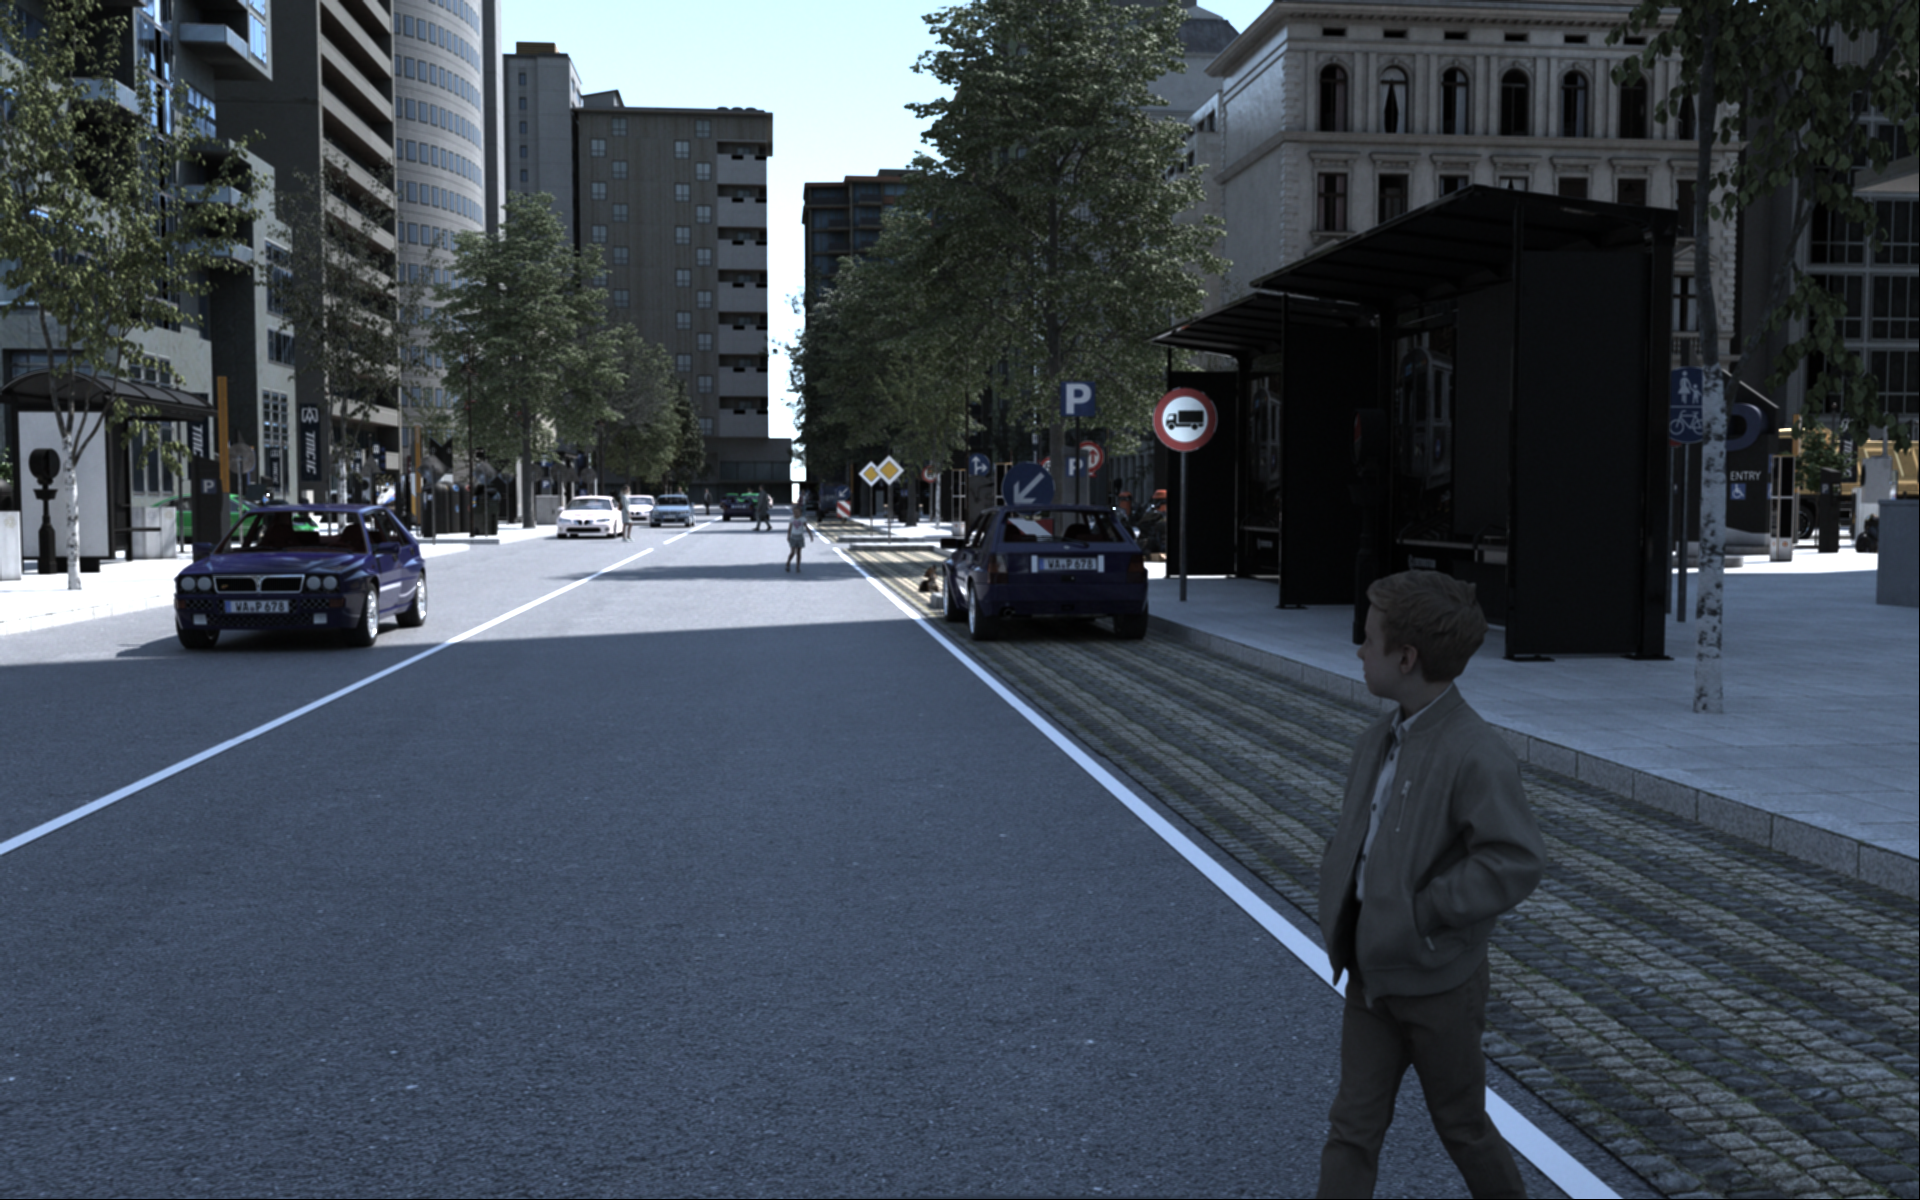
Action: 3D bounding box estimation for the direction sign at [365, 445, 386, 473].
[{"bbox_3d":[-26.870,-5.364,79.704,0.876,3.537,0.379,-1,4,-20],"label":"direction sign"}]

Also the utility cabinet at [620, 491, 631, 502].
[{"bbox_3d":[-20.959,-6.104,108.485,0.318,1.500,1.173,0,4,6],"label":"utility cabinet"}]

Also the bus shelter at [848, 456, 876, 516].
[{"bbox_3d":[-6.144,-7.061,106.733,1.731,3.624,6.357,0,4,-6],"label":"bus shelter"}]

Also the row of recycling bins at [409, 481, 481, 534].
[{"bbox_3d":[-16.623,-3.043,56.860,1.069,1.692,3.534,1,4,11],"label":"row of recycling bins"}]

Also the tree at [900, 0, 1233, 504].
[{"bbox_3d":[1.731,-7.168,35.329,7.486,12.596,7.792,0,3,0],"label":"tree"}]

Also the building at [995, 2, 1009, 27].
[{"bbox_3d":[16.135,-48.843,236.829,20.611,71.187,20.563,0,4,-6],"label":"building"}]

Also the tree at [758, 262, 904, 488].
[{"bbox_3d":[-9.957,-17.500,142.008,12.611,20.169,13.585,0,3,0],"label":"tree"}]

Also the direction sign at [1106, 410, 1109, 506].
[{"bbox_3d":[3.786,-3.206,44.423,0.379,3.537,0.876,0,4,8],"label":"direction sign"}]

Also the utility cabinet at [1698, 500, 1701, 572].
[{"bbox_3d":[12.153,-1.033,28.059,0.306,1.237,1.020,2,4,26],"label":"utility cabinet"}]

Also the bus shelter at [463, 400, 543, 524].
[{"bbox_3d":[-20.150,-6.011,75.913,2.179,5.291,8.768,0,4,-6],"label":"bus shelter"}]

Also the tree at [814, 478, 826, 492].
[{"bbox_3d":[-16.158,-12.675,201.837,1.663,3.219,1.824,0,3,0],"label":"tree"}]

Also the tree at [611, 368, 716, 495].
[{"bbox_3d":[-26.715,-14.612,155.921,9.611,12.733,9.660,0,3,0],"label":"tree"}]

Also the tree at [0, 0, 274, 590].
[{"bbox_3d":[-11.628,-4.431,22.816,4.737,8.622,4.395,0,3,0],"label":"tree"}]

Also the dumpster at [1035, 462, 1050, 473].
[{"bbox_3d":[2.503,-3.108,53.314,1.502,2.255,1.985,0,4,-6],"label":"dumpster"}]

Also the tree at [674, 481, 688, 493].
[{"bbox_3d":[-31.366,-12.233,194.618,1.663,3.219,1.824,0,3,0],"label":"tree"}]

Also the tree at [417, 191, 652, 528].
[{"bbox_3d":[-16.246,-8.972,64.821,7.486,12.596,7.792,0,3,0],"label":"tree"}]

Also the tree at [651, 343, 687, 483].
[{"bbox_3d":[-22.424,-12.053,115.198,7.486,12.596,7.792,0,3,0],"label":"tree"}]

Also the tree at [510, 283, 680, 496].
[{"bbox_3d":[-21.094,-11.696,101.598,12.009,13.543,11.850,0,3,0],"label":"tree"}]

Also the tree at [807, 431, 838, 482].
[{"bbox_3d":[-13.475,-13.823,176.373,4.360,8.622,3.978,0,3,0],"label":"tree"}]

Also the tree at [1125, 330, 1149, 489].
[{"bbox_3d":[8.633,-7.536,73.568,4.360,8.622,3.978,0,3,0],"label":"tree"}]

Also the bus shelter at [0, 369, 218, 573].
[{"bbox_3d":[-14.938,-2.252,30.744,2.014,3.302,5.546,0,4,-6],"label":"bus shelter"}]

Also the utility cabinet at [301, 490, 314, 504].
[{"bbox_3d":[-37.802,-5.606,100.336,0.318,1.500,1.173,0,4,-2],"label":"utility cabinet"}]

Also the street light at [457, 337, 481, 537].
[{"bbox_3d":[-14.447,-4.790,51.101,0.468,5.910,1.993,0,4,-6],"label":"street light"}]

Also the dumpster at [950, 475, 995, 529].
[{"bbox_3d":[0.408,-2.905,53.252,1.264,1.857,1.865,0,4,-6],"label":"dumpster"}]

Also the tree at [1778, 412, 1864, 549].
[{"bbox_3d":[20.282,-2.852,41.230,1.663,3.219,1.824,0,3,0],"label":"tree"}]

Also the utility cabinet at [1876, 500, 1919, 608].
[{"bbox_3d":[10.916,-0.521,19.677,0.306,1.237,1.020,-1,4,-13],"label":"utility cabinet"}]

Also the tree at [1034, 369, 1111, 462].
[{"bbox_3d":[6.600,-8.875,95.461,4.360,8.622,3.978,0,3,0],"label":"tree"}]

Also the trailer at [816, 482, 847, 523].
[{"bbox_3d":[-6.457,-4.851,86.360,1.471,1.999,3.904,0,4,-8],"label":"trailer"}]

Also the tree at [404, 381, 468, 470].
[{"bbox_3d":[-34.365,-10.016,114.120,4.737,8.622,4.395,0,3,0],"label":"tree"}]

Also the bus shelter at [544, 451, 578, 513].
[{"bbox_3d":[-20.486,-6.619,85.858,2.179,5.291,8.768,0,4,-6],"label":"bus shelter"}]

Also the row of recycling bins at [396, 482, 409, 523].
[{"bbox_3d":[-20.328,-3.365,62.130,1.069,1.692,3.534,-2,4,-26],"label":"row of recycling bins"}]

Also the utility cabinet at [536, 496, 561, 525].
[{"bbox_3d":[-16.948,-3.680,71.335,1.020,1.237,0.306,-1,4,-14],"label":"utility cabinet"}]

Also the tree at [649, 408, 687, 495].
[{"bbox_3d":[-25.127,-12.014,146.791,4.737,8.622,4.395,0,3,0],"label":"tree"}]

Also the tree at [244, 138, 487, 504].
[{"bbox_3d":[-13.032,-5.302,37.057,4.360,8.622,3.978,0,3,0],"label":"tree"}]

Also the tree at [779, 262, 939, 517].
[{"bbox_3d":[-5.143,-11.547,95.445,9.857,13.997,8.962,0,3,0],"label":"tree"}]

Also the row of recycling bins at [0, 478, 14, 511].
[{"bbox_3d":[-22.175,-2.052,40.661,3.534,1.692,1.069,0,4,-5],"label":"row of recycling bins"}]

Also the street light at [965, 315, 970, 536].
[{"bbox_3d":[0.180,-4.343,43.799,0.468,5.910,1.993,0,4,-6],"label":"street light"}]

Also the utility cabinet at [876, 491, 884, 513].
[{"bbox_3d":[-5.793,-6.698,118.193,1.173,1.500,0.318,0,4,1],"label":"utility cabinet"}]

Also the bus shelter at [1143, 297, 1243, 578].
[{"bbox_3d":[3.960,-1.962,23.359,1.731,3.624,6.357,0,4,-6],"label":"bus shelter"}]

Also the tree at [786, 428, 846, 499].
[{"bbox_3d":[-15.900,-15.879,194.027,8.767,10.594,7.601,1,4,22],"label":"tree"}]

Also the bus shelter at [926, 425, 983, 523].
[{"bbox_3d":[-0.460,-6.400,82.265,2.179,5.291,8.768,0,4,-6],"label":"bus shelter"}]

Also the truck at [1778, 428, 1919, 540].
[{"bbox_3d":[26.275,-3.416,51.773,9.791,3.379,3.469,0,4,-8],"label":"truck"}]

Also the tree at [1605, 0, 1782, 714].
[{"bbox_3d":[4.581,-3.634,9.773,4.737,8.622,4.395,0,3,0],"label":"tree"}]

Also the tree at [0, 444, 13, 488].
[{"bbox_3d":[-31.683,-3.808,56.856,1.663,3.219,1.824,0,3,0],"label":"tree"}]

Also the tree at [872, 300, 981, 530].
[{"bbox_3d":[-0.901,-6.842,62.221,4.737,8.622,4.395,0,3,0],"label":"tree"}]

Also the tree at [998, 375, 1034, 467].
[{"bbox_3d":[4.693,-9.350,103.233,4.360,8.622,3.978,0,3,0],"label":"tree"}]

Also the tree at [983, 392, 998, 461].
[{"bbox_3d":[3.366,-10.306,118.862,4.360,8.622,3.978,0,3,0],"label":"tree"}]

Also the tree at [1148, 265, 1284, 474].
[{"bbox_3d":[8.927,-6.473,56.204,4.360,8.622,3.978,0,3,0],"label":"tree"}]

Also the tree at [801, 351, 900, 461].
[{"bbox_3d":[-6.572,-11.594,115.311,9.928,11.665,9.643,0,3,0],"label":"tree"}]

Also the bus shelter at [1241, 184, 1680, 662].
[{"bbox_3d":[4.399,-1.533,16.340,1.731,3.624,6.357,0,4,-6],"label":"bus shelter"}]

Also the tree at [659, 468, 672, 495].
[{"bbox_3d":[-28.085,-13.221,166.528,4.360,8.622,3.978,0,3,0],"label":"tree"}]
